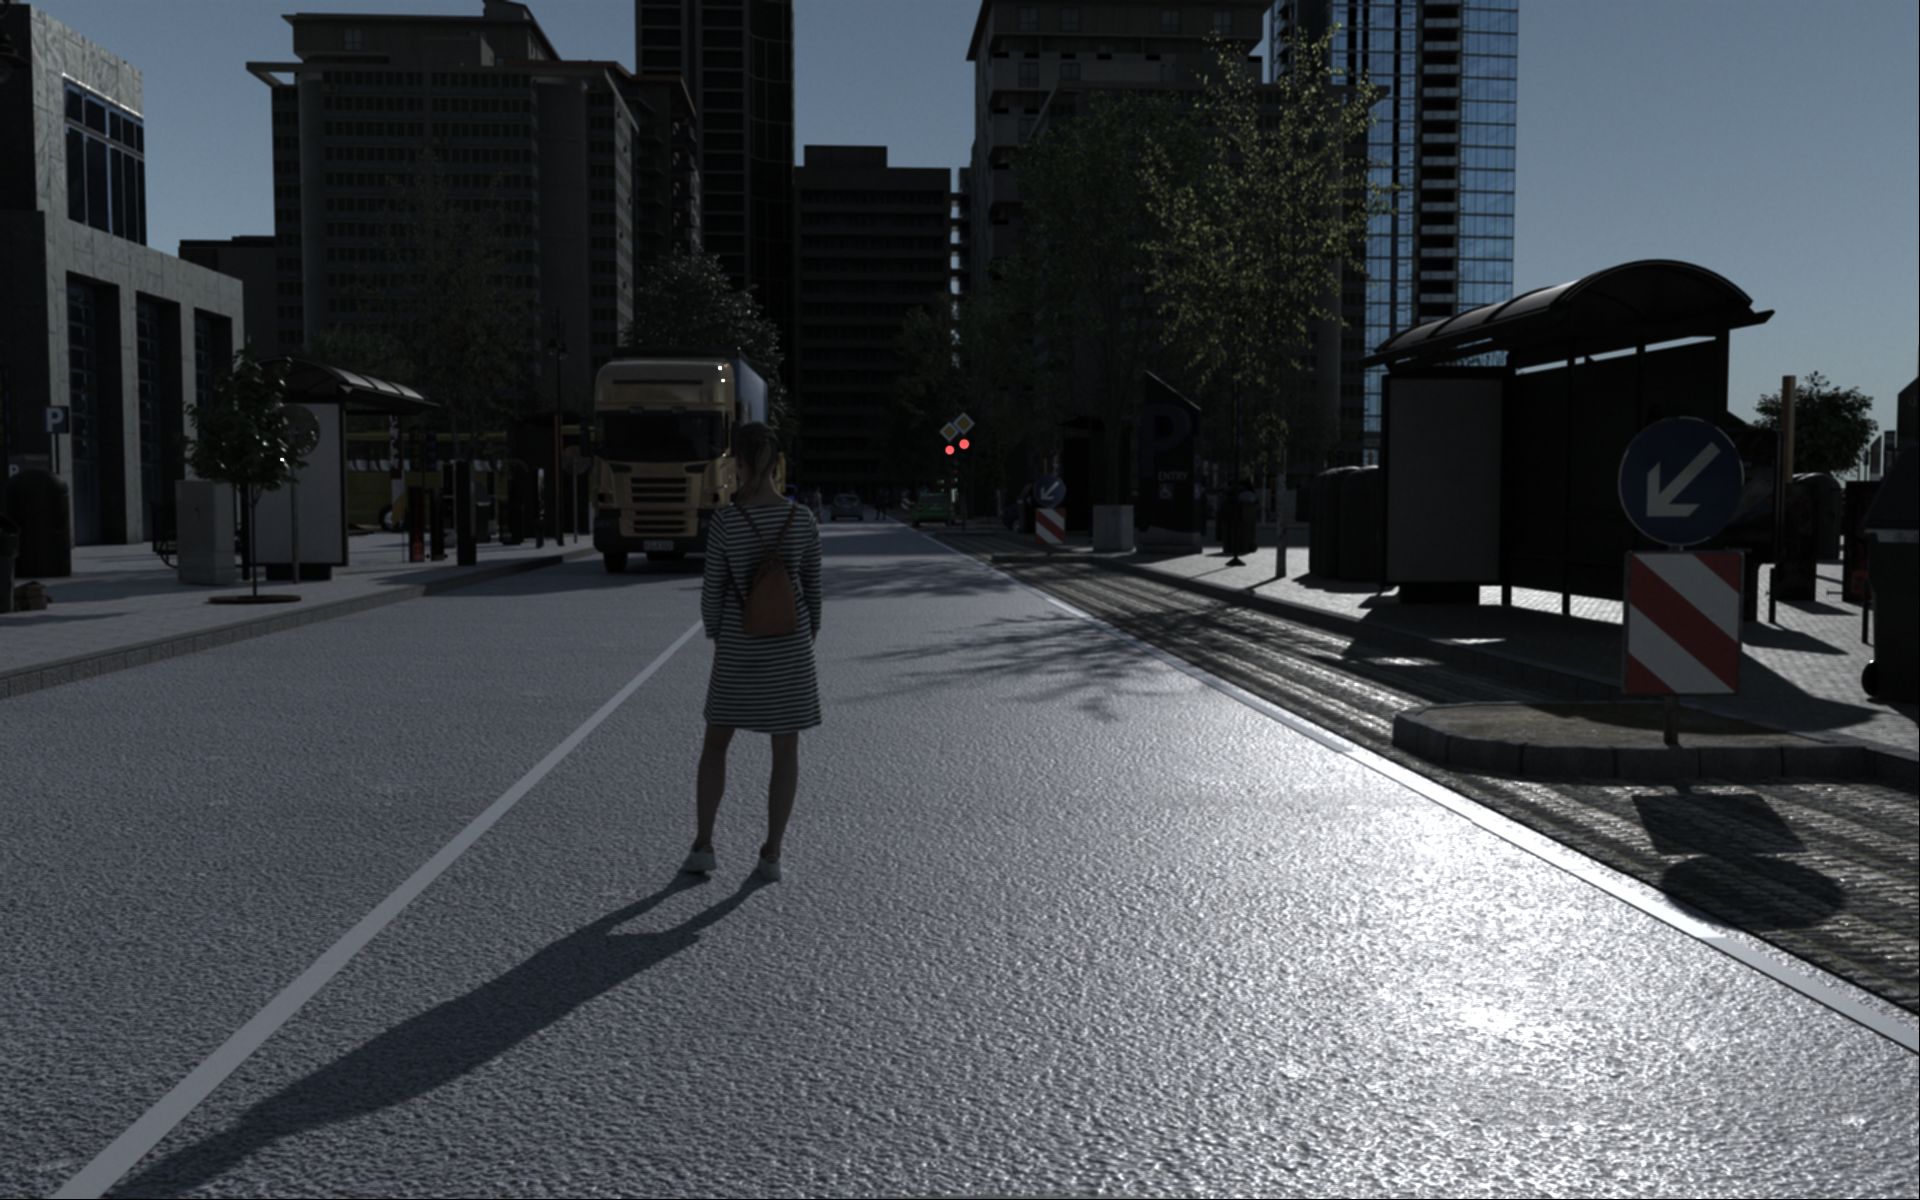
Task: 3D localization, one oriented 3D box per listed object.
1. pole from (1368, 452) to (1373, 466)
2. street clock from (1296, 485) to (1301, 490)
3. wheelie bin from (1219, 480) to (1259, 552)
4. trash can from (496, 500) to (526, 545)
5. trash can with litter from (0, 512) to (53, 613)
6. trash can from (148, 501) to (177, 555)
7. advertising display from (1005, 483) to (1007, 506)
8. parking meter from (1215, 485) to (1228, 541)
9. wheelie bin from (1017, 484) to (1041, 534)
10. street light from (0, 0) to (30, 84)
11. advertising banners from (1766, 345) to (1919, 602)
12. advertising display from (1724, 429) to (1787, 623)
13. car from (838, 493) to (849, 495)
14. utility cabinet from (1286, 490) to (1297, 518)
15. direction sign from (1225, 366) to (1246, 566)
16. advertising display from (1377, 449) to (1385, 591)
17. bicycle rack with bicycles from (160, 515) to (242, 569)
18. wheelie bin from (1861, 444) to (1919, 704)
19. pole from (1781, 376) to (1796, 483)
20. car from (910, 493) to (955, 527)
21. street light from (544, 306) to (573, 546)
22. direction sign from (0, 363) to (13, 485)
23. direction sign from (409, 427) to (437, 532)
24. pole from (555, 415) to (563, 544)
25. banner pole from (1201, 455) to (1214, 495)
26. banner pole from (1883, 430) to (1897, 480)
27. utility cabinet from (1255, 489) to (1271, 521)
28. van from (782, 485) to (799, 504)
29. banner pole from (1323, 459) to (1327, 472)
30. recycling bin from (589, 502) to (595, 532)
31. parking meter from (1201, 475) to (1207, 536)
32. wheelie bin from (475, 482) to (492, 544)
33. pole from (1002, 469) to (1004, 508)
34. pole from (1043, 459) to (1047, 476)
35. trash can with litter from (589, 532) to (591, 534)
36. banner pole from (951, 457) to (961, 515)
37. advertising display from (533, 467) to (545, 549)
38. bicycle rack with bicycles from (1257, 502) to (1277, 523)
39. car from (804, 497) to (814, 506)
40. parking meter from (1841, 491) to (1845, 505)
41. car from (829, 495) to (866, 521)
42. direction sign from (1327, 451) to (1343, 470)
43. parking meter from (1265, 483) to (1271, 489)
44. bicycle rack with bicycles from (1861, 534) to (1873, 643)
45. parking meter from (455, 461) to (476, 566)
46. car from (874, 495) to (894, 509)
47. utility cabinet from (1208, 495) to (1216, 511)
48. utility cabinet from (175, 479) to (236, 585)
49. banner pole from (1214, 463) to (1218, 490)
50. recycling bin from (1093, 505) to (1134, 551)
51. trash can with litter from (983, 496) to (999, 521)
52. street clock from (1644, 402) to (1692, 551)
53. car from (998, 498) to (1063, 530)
[{"bbox_3d":[19.986,-5.538,84.383,0.158,3.312,0.155,0,3,0],"label":"pole"},{"bbox_3d":[25.808,-7.791,131.956,0.471,2.002,0.358,1,4,13],"label":"street clock"},{"bbox_3d":[6.171,-1.854,38.219,0.980,1.594,0.693,3,5,44],"label":"wheelie bin"},{"bbox_3d":[-11.295,-1.954,43.594,0.748,1.137,0.748,0,3,0],"label":"trash can"},{"bbox_3d":[-10.454,-0.457,18.857,0.624,1.170,1.055,0,4,7],"label":"trash can with litter"},{"bbox_3d":[-16.787,-1.531,36.693,0.748,1.137,0.748,0,3,0],"label":"trash can"},{"bbox_3d":[2.540,-4.700,82.061,0.974,1.923,0.123,3,4,37],"label":"advertising display"},{"bbox_3d":[7.148,-2.369,47.140,0.372,1.533,0.369,0,3,0],"label":"parking meter"},{"bbox_3d":[2.262,-2.975,56.549,0.693,1.594,0.980,-1,4,-19],"label":"wheelie bin"},{"bbox_3d":[-7.805,-2.493,13.541,0.468,5.910,1.993,0,4,-4],"label":"street light"},{"bbox_3d":[10.736,-1.488,20.525,2.074,3.025,0.090,1,4,23],"label":"advertising banners"},{"bbox_3d":[7.947,-0.758,17.602,0.123,1.923,0.974,-1,4,-21],"label":"advertising display"},{"bbox_3d":[-13.030,-11.253,193.581,1.945,1.707,3.694,0,4,-3],"label":"car"},{"bbox_3d":[17.652,-5.090,91.894,1.173,1.500,0.318,1,4,12],"label":"utility cabinet"},{"bbox_3d":[4.949,-2.384,30.981,0.379,3.537,0.876,1,4,20],"label":"direction sign"},{"bbox_3d":[5.995,-1.078,22.835,0.974,1.923,0.123,0,4,-4],"label":"advertising display"},{"bbox_3d":[-13.012,-1.093,31.249,2.925,0.926,2.852,-2,4,-32],"label":"bicycle rack with bicycles"},{"bbox_3d":[6.047,-0.171,10.697,0.693,1.594,0.980,-1,4,-21],"label":"wheelie bin"},{"bbox_3d":[14.290,-2.208,29.946,0.158,3.312,0.155,0,3,0],"label":"pole"},{"bbox_3d":[-1.193,-4.121,76.177,1.959,1.807,4.718,0,4,-4],"label":"car"},{"bbox_3d":[-9.859,-4.273,42.646,0.468,5.910,1.993,0,4,-4],"label":"street light"},{"bbox_3d":[-16.665,-2.341,30.274,0.379,3.537,0.876,-3,5,-40],"label":"direction sign"},{"bbox_3d":[-18.068,-4.057,58.321,0.876,3.537,0.379,-2,4,-28],"label":"direction sign"},{"bbox_3d":[-10.303,-3.099,44.512,0.158,3.312,0.155,0,3,0],"label":"pole"},{"bbox_3d":[15.707,-7.439,111.641,0.863,3.779,0.401,-2,4,-29],"label":"banner pole"},{"bbox_3d":[32.301,-4.280,59.993,0.401,3.779,0.863,-1,4,-19],"label":"banner pole"},{"bbox_3d":[14.301,-4.485,82.007,1.173,1.500,0.318,2,4,29],"label":"utility cabinet"},{"bbox_3d":[-11.337,-6.483,110.386,2.240,2.365,5.245,0,4,-3],"label":"van"},{"bbox_3d":[23.396,-7.335,109.947,0.863,3.779,0.401,-2,4,-25],"label":"banner pole"},{"bbox_3d":[-12.749,-2.789,58.153,0.722,1.027,0.722,1,4,20],"label":"recycling bin"},{"bbox_3d":[7.383,-2.914,53.355,0.399,1.863,0.255,-1,4,-22],"label":"parking meter"},{"bbox_3d":[-12.641,-2.267,44.968,0.693,1.594,0.980,2,4,25],"label":"wheelie bin"},{"bbox_3d":[3.512,-9.066,142.067,0.158,3.312,0.155,0,3,0],"label":"pole"},{"bbox_3d":[4.850,-6.449,99.290,0.158,3.312,0.155,0,3,0],"label":"pole"},{"bbox_3d":[-11.837,-2.758,56.144,1.678,1.210,2.233,1,4,21],"label":"trash can with litter"},{"bbox_3d":[-0.169,-6.977,104.096,0.863,3.779,0.401,1,4,19],"label":"banner pole"},{"bbox_3d":[-9.967,-2.191,41.044,0.123,1.923,0.974,0,4,-6],"label":"advertising display"},{"bbox_3d":[12.985,-3.930,77.642,2.925,0.926,2.852,-1,4,-14],"label":"bicycle rack with bicycles"},{"bbox_3d":[-17.913,-12.188,208.870,1.945,1.707,3.694,0,4,-4],"label":"car"},{"bbox_3d":[52.191,-5.734,102.161,0.372,1.533,0.369,0,3,0],"label":"parking meter"},{"bbox_3d":[-6.124,-5.009,93.894,2.014,1.417,4.499,0,4,-3],"label":"car"},{"bbox_3d":[19.667,-6.045,90.826,0.876,3.537,0.379,-1,4,-12],"label":"direction sign"},{"bbox_3d":[15.820,-5.086,88.870,0.255,1.863,0.399,-2,4,-35],"label":"parking meter"},{"bbox_3d":[8.817,-0.081,14.707,2.925,0.926,2.852,-2,4,-34],"label":"bicycle rack with bicycles"},{"bbox_3d":[-8.878,-1.555,31.131,0.255,1.863,0.399,0,4,1],"label":"parking meter"},{"bbox_3d":[-7.242,-9.297,164.589,1.945,1.354,3.894,0,4,-2],"label":"car"},{"bbox_3d":[14.141,-5.384,99.188,1.020,1.237,0.306,1,4,15],"label":"utility cabinet"},{"bbox_3d":[-10.697,-0.969,24.518,1.173,1.500,0.318,3,5,42],"label":"utility cabinet"},{"bbox_3d":[17.853,-8.080,122.126,0.863,3.779,0.401,-1,4,-22],"label":"banner pole"},{"bbox_3d":[3.488,-1.642,39.398,0.722,1.027,0.722,2,4,29],"label":"recycling bin"},{"bbox_3d":[1.996,-4.498,84.599,2.233,1.210,1.678,0,4,-6],"label":"trash can with litter"},{"bbox_3d":[5.579,-0.558,13.687,0.358,2.002,0.471,0,4,3],"label":"street clock"},{"bbox_3d":[3.355,-3.045,62.373,3.894,1.354,1.945,0,4,-3],"label":"car"}]
